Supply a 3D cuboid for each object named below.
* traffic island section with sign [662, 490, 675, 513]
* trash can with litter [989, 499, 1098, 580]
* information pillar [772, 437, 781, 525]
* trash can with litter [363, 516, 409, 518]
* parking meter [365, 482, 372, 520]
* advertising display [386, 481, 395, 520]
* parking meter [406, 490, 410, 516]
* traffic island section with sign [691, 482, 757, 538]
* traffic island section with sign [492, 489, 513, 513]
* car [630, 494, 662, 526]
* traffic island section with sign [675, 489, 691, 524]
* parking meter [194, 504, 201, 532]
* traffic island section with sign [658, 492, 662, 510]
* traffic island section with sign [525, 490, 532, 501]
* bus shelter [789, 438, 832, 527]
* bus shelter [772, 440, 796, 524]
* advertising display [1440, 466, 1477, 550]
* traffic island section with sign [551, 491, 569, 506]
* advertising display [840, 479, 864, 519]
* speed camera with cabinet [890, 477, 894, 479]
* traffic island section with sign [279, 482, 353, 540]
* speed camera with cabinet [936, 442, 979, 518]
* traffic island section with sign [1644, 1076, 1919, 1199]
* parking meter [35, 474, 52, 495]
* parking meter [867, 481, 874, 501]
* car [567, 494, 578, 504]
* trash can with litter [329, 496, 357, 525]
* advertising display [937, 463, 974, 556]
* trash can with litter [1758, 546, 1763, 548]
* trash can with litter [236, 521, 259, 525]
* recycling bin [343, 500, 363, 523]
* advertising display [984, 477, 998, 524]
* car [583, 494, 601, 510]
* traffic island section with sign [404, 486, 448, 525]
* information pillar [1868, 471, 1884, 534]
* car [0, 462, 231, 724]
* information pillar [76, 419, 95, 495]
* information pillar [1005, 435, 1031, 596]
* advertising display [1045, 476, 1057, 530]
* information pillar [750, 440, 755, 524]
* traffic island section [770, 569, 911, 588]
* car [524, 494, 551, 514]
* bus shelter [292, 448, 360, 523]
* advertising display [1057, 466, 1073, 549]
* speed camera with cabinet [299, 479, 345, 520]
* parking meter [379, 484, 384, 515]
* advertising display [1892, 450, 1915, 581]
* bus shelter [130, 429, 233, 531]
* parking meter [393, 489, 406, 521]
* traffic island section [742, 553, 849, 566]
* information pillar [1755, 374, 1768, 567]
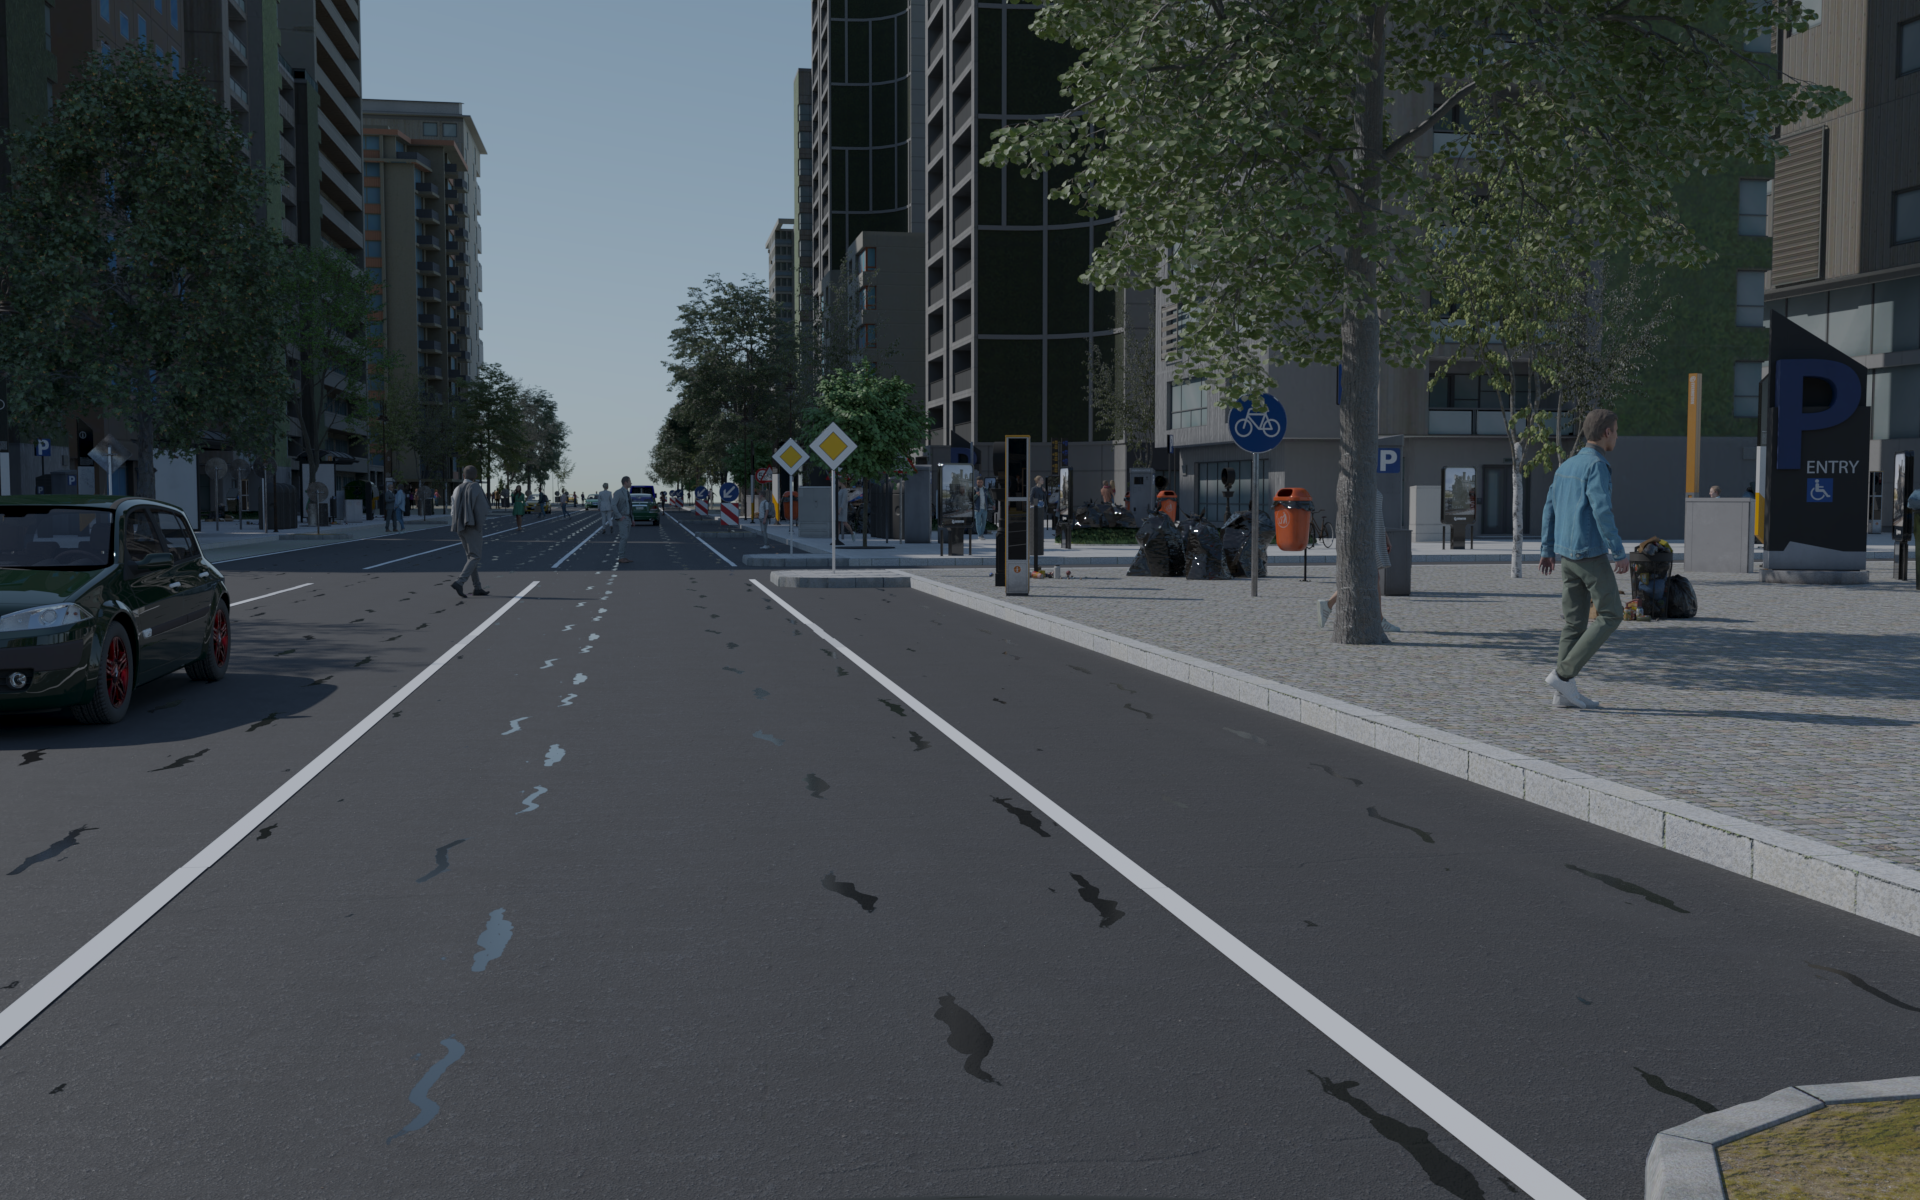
[{"bbox_3d":[-21.805,-7.652,133.734,1.989,1.847,2.006,-1,4,-10],"label":"traffic island section with sign"},{"bbox_3d":[1.294,-0.975,26.994,1.678,1.210,2.233,0,4,3],"label":"trash can with litter"},{"bbox_3d":[-7.621,-4.917,71.748,0.183,3.616,0.504,-2,4,-33],"label":"information pillar"},{"bbox_3d":[-31.151,-5.058,93.757,2.233,1.210,1.678,0,4,-1],"label":"trash can with litter"},{"bbox_3d":[-28.786,-4.809,84.339,0.255,1.863,0.399,-1,4,-12],"label":"parking meter"},{"bbox_3d":[-28.389,-4.965,86.386,0.123,1.923,0.974,-3,4,-38],"label":"advertising display"},{"bbox_3d":[-31.961,-5.600,99.972,0.372,1.533,0.369,0,3,0],"label":"parking meter"},{"bbox_3d":[-7.870,-3.020,58.010,1.989,1.847,2.006,-1,4,-10],"label":"traffic island section with sign"},{"bbox_3d":[-34.432,-7.511,131.425,1.989,1.847,2.006,-1,4,-10],"label":"traffic island section with sign"},{"bbox_3d":[-14.758,-4.147,79.600,2.131,1.459,4.920,-1,4,-11],"label":"car"},{"bbox_3d":[-12.753,-4.642,84.521,1.989,1.847,2.006,-1,4,-10],"label":"traffic island section with sign"},{"bbox_3d":[-26.122,-3.266,59.108,0.399,1.863,0.255,3,5,41],"label":"parking meter"},{"bbox_3d":[-26.764,-9.294,160.589,1.989,1.847,2.006,-1,4,-10],"label":"traffic island section with sign"},{"bbox_3d":[-39.373,-9.153,158.286,1.989,1.847,2.006,-1,4,-10],"label":"traffic island section with sign"},{"bbox_3d":[-5.792,-5.581,68.875,2.179,5.291,8.768,-1,4,-11],"label":"bus shelter"},{"bbox_3d":[-7.371,-5.299,77.915,1.731,3.624,6.357,-1,4,-10],"label":"bus shelter"},{"bbox_3d":[11.535,-2.133,40.086,0.974,1.923,0.123,-2,4,-27],"label":"advertising display"},{"bbox_3d":[-49.372,-12.475,212.591,1.989,1.847,2.006,-1,4,-10],"label":"traffic island section with sign"},{"bbox_3d":[-4.491,-4.090,72.085,0.974,1.923,0.123,0,4,0],"label":"advertising display"},{"bbox_3d":[-3.347,-5.951,91.627,0.660,3.252,2.038,0,4,-5],"label":"speed camera with cabinet"},{"bbox_3d":[-20.305,-2.819,54.712,1.989,1.847,2.006,-1,4,-10],"label":"traffic island section with sign"},{"bbox_3d":[-0.109,-4.378,65.910,0.660,3.252,2.038,-3,4,-36],"label":"speed camera with cabinet"},{"bbox_3d":[2.286,0.358,2.781,1.989,1.847,2.006,-1,4,-10],"label":"traffic island section with sign"},{"bbox_3d":[-26.842,-2.755,50.756,0.399,1.863,0.255,1,4,15],"label":"parking meter"},{"bbox_3d":[-4.144,-4.549,80.080,0.399,1.863,0.255,3,5,43],"label":"parking meter"},{"bbox_3d":[-55.750,-14.581,248.628,2.015,1.641,3.980,-1,4,-10],"label":"car"},{"bbox_3d":[-26.389,-3.805,73.266,1.678,1.210,2.233,-1,4,-17],"label":"trash can with litter"},{"bbox_3d":[-0.083,-1.880,35.953,0.123,1.923,0.974,3,5,44],"label":"advertising display"},{"bbox_3d":[19.919,-1.848,41.271,2.233,1.210,1.678,-1,4,-8],"label":"trash can with litter"},{"bbox_3d":[-29.260,-3.774,72.765,2.233,1.210,1.678,0,4,5],"label":"trash can with litter"},{"bbox_3d":[-27.071,-3.956,77.239,0.722,1.027,0.722,-2,4,-27],"label":"recycling bin"},{"bbox_3d":[1.184,-3.693,65.602,0.123,1.923,0.974,-2,4,-26],"label":"advertising display"},{"bbox_3d":[-32.312,-8.675,153.627,2.131,1.459,4.920,-1,4,-11],"label":"car"},{"bbox_3d":[-25.337,-4.487,81.998,1.989,1.847,2.006,-1,4,-10],"label":"traffic island section with sign"},{"bbox_3d":[29.272,-3.112,55.374,0.304,2.012,0.304,0,4,4],"label":"information pillar"},{"bbox_3d":[-6.305,-0.128,11.875,2.009,1.686,4.222,-1,4,-10],"label":"car"},{"bbox_3d":[-26.375,-3.725,52.254,0.183,3.616,0.504,2,4,31],"label":"information pillar"},{"bbox_3d":[0.729,-1.060,21.817,0.304,2.012,0.304,0,4,4],"label":"information pillar"},{"bbox_3d":[3.441,-3.453,61.667,0.974,1.923,0.123,-3,4,-38],"label":"advertising display"},{"bbox_3d":[-9.041,-5.148,75.527,0.183,3.616,0.504,0,4,2],"label":"information pillar"},{"bbox_3d":[-1.987,-0.342,27.876,2.009,0.180,2.903,-1,4,-10],"label":"traffic island section"},{"bbox_3d":[-30.719,-7.077,125.940,2.015,1.641,3.980,-1,4,-9],"label":"car"},{"bbox_3d":[-29.040,-5.237,79.545,2.014,3.302,5.546,-1,4,-10],"label":"bus shelter"},{"bbox_3d":[2.496,-2.170,40.698,0.123,1.923,0.974,-1,4,-9],"label":"advertising display"},{"bbox_3d":[-31.396,-5.560,85.248,2.038,3.252,0.660,-3,5,-41],"label":"speed camera with cabinet"},{"bbox_3d":[-35.078,-6.085,105.193,0.255,1.863,0.399,1,4,8],"label":"parking meter"},{"bbox_3d":[14.112,-1.268,25.940,0.123,1.923,0.974,1,4,20],"label":"advertising display"},{"bbox_3d":[-23.551,-3.624,53.172,2.014,3.302,5.546,-1,4,-10],"label":"bus shelter"},{"bbox_3d":[-27.139,-4.598,83.595,0.372,1.533,0.369,0,3,0],"label":"parking meter"},{"bbox_3d":[-3.432,-0.823,35.729,2.009,0.180,2.903,-1,4,-10],"label":"traffic island section"},{"bbox_3d":[14.103,-2.373,30.148,0.504,3.616,0.183,-1,4,-16],"label":"information pillar"}]
